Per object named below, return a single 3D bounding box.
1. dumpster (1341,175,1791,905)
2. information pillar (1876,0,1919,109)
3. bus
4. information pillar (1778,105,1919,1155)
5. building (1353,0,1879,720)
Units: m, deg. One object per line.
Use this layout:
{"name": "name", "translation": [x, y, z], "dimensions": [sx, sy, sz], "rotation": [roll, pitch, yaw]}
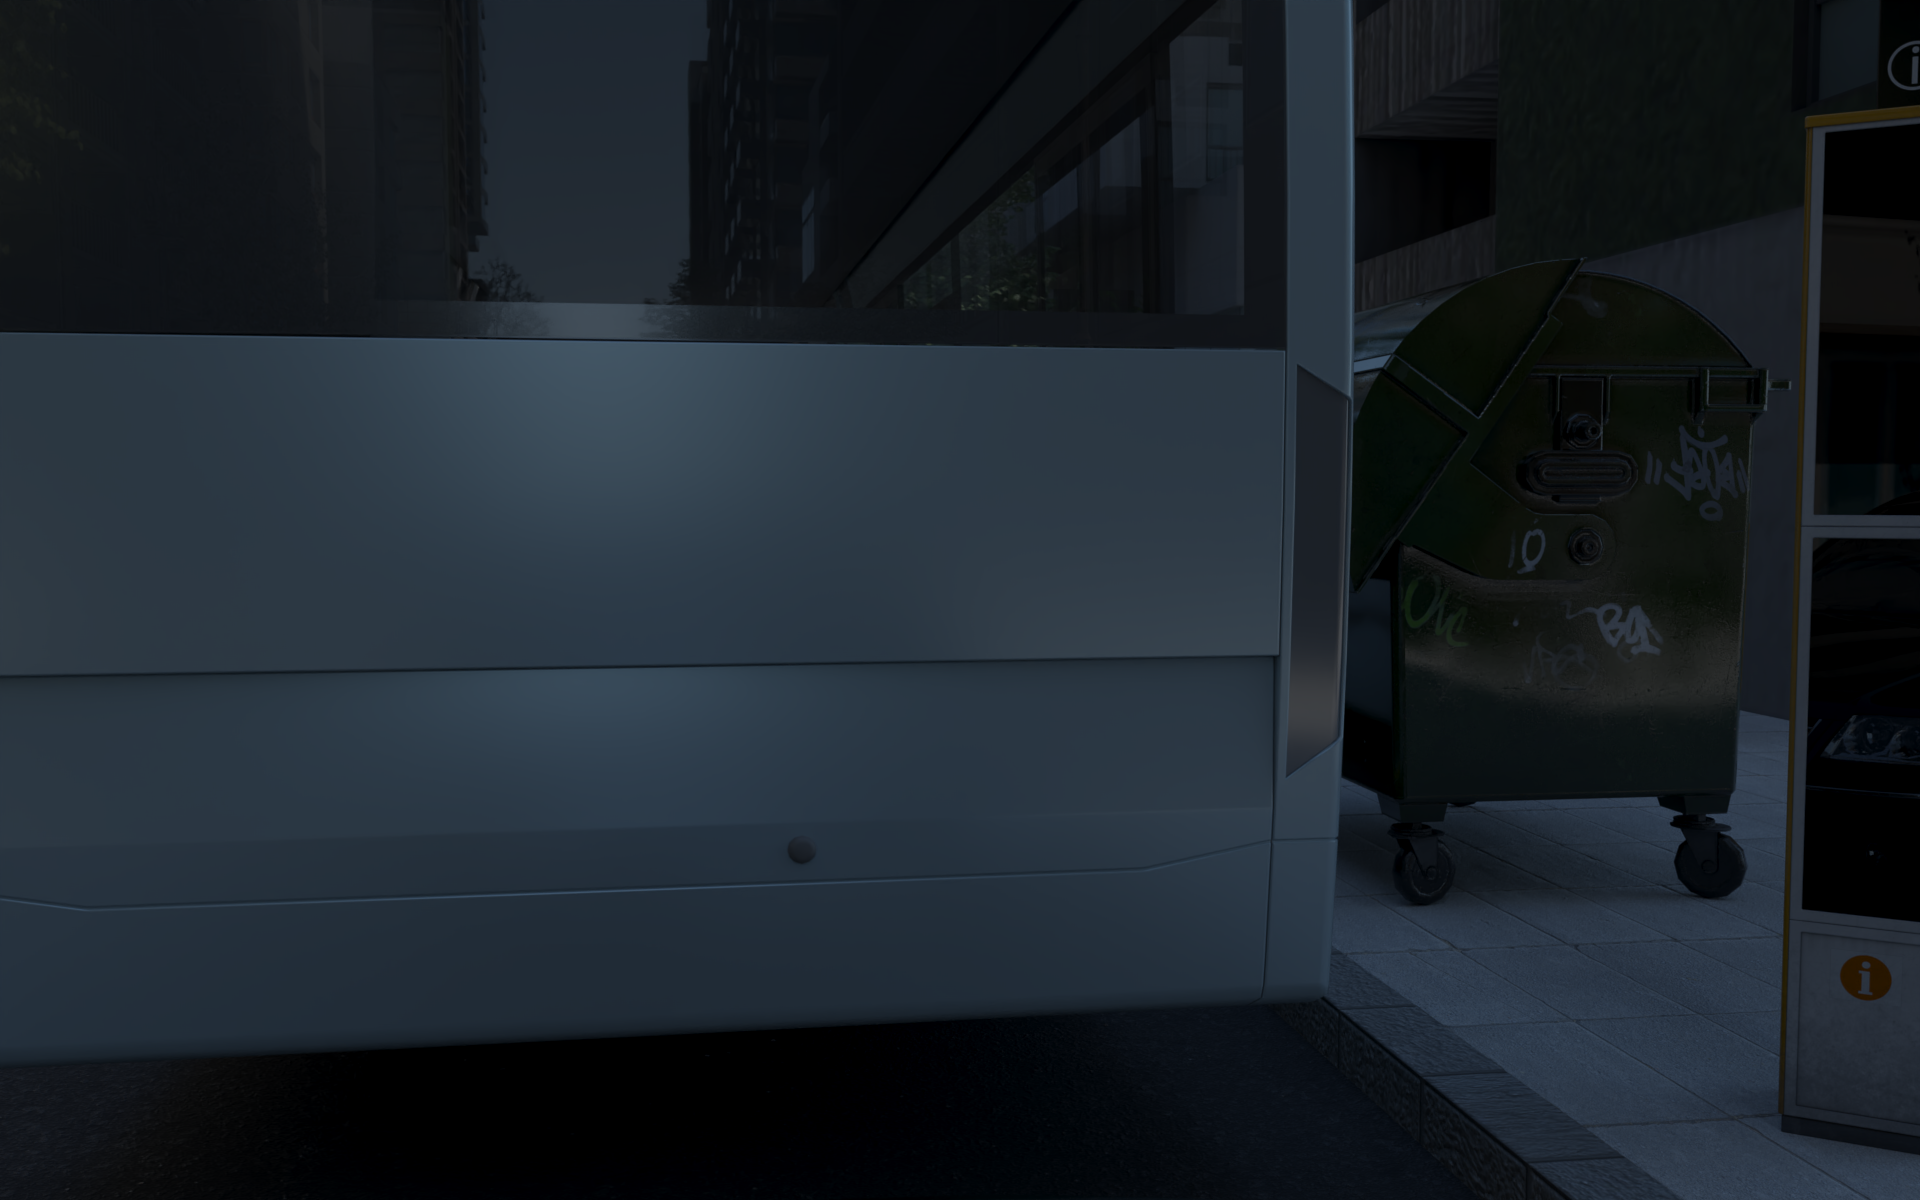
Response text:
{"name": "dumpster", "translation": [1.743, -0.225, 6.180], "dimensions": [1.502, 2.255, 1.985], "rotation": [-1, 4, -8]}
{"name": "information pillar", "translation": [4.056, -0.973, 7.266], "dimensions": [0.504, 3.616, 0.183], "rotation": [2, 4, 25]}
{"name": "bus", "translation": [-1.644, -0.891, 9.429], "dimensions": [2.948, 3.499, 13.247], "rotation": [-1, 4, -10]}
{"name": "information pillar", "translation": [1.845, 0.062, 3.473], "dimensions": [0.304, 2.012, 0.304], "rotation": [2, 4, 30]}
{"name": "building", "translation": [10.785, -14.927, 15.752], "dimensions": [14.160, 30.474, 14.107], "rotation": [-1, 4, -8]}
